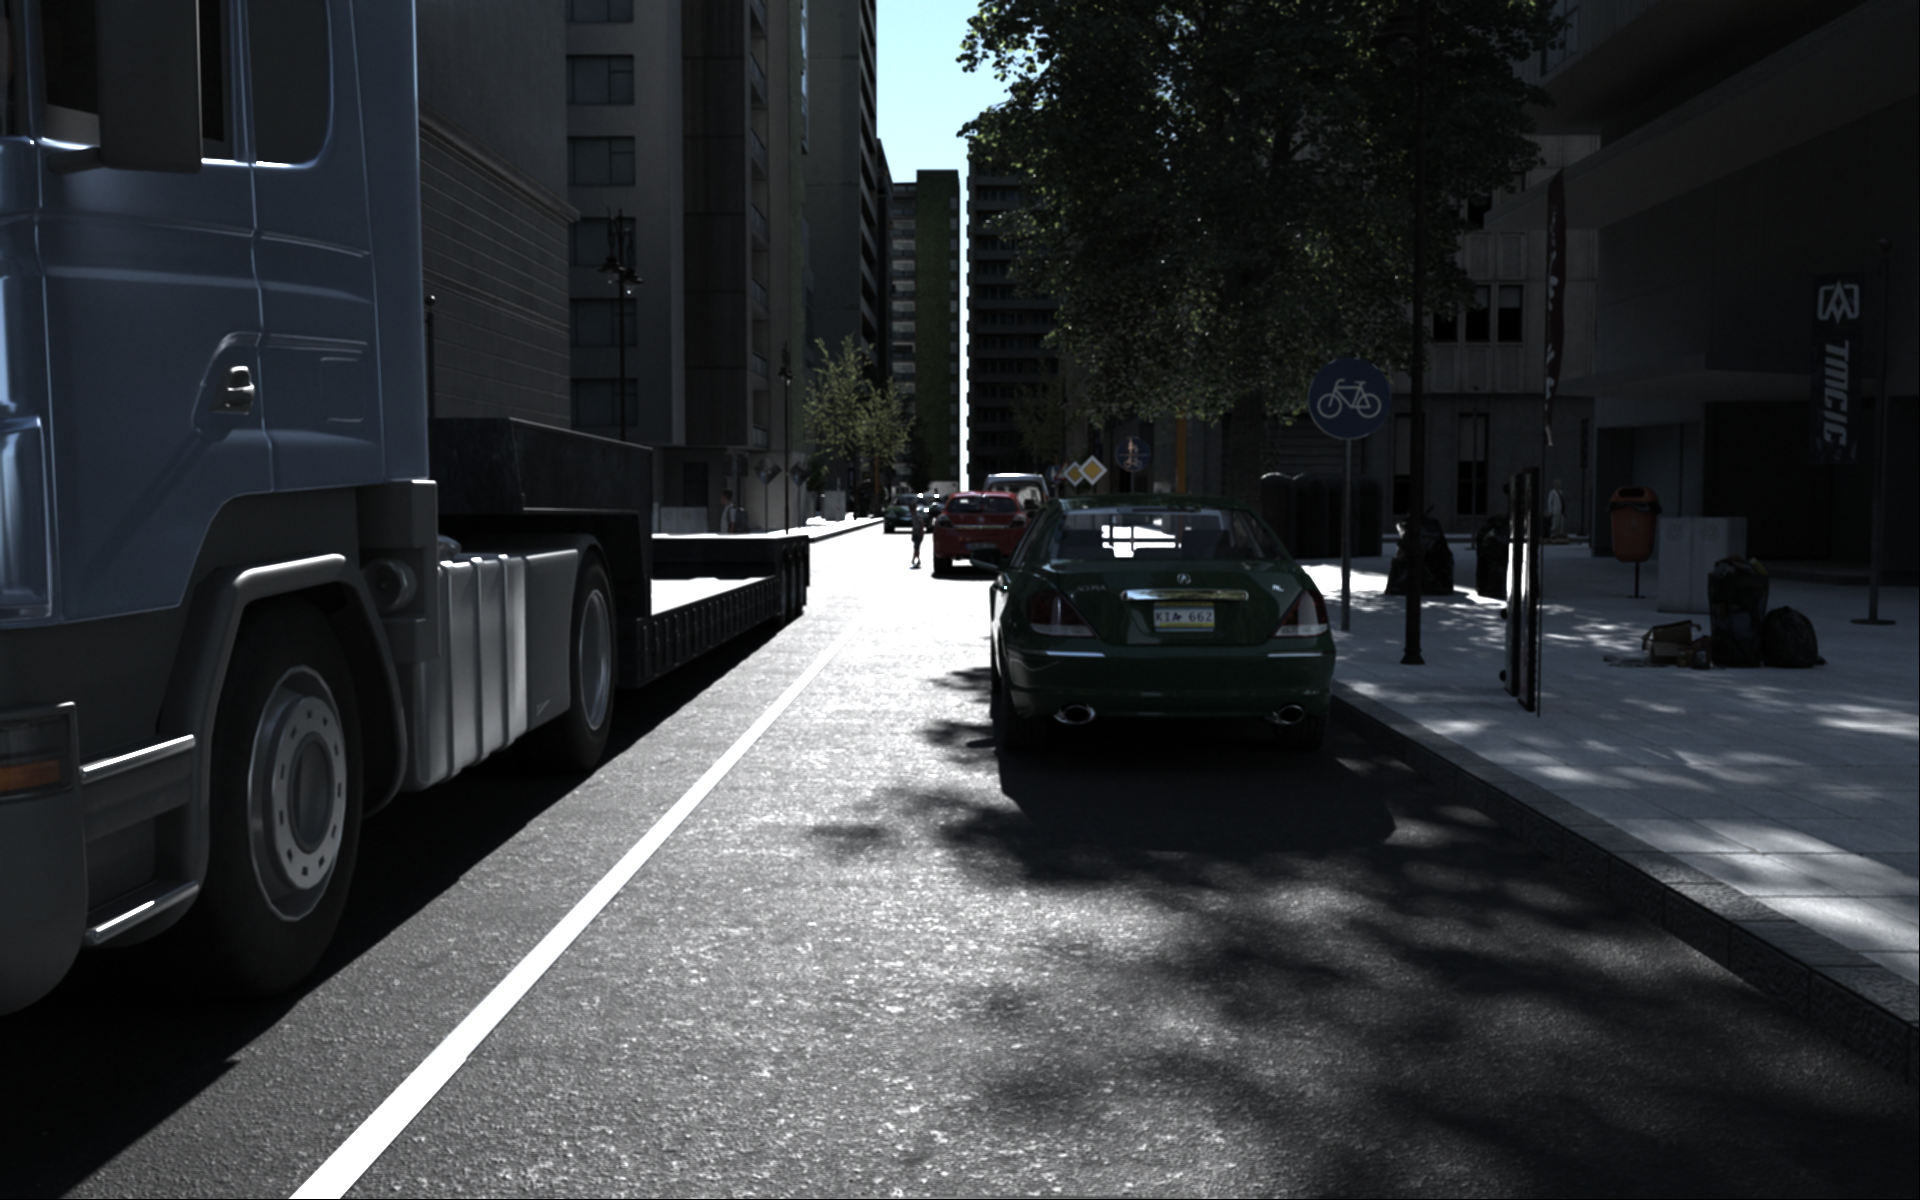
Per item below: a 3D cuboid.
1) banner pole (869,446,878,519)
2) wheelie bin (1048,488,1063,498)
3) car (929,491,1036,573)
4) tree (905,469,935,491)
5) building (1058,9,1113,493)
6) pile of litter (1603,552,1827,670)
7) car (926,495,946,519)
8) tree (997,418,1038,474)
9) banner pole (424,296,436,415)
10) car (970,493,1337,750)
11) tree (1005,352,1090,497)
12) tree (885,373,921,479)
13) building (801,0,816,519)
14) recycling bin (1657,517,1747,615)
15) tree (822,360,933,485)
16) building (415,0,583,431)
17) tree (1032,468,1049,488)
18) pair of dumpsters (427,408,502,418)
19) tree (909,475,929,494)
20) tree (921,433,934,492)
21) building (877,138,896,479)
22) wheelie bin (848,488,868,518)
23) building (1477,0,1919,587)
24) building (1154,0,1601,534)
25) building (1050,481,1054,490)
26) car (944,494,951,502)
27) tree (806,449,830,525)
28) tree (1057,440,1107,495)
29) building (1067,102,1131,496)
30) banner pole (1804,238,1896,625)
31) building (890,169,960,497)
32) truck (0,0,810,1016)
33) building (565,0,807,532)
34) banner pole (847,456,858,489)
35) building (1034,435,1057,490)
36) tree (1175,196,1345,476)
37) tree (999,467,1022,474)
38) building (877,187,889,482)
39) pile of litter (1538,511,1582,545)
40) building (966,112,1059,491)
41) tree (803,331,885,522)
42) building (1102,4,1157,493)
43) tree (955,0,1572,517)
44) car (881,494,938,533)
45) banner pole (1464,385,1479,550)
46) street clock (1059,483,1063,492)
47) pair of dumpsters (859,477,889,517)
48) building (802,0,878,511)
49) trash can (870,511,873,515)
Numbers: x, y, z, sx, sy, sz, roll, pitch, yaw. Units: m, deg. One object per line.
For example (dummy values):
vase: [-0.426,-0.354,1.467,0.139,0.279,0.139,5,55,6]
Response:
banner pole: [-4.537,-6.076,89.357,0.401,3.779,0.863,1,4,17]
wheelie bin: [5.159,-5.225,93.342,0.693,1.594,0.980,-3,4,-38]
car: [0.461,-1.458,32.876,2.155,1.783,4.494,0,4,2]
tree: [-4.579,-13.219,199.837,4.285,4.588,4.351,0,3,0]
building: [14.964,-27.942,140.444,14.154,41.232,14.086,0,4,1]
pile of litter: [5.720,0.052,13.117,1.719,0.858,1.176,1,4,10]
car: [-1.519,-4.783,90.202,2.014,1.417,4.499,0,4,2]
tree: [5.388,-13.022,163.268,4.360,8.622,3.978,0,3,0]
banner pole: [-6.825,-1.946,21.828,0.401,3.779,0.863,2,4,31]
car: [1.131,0.042,11.116,2.131,1.459,4.920,0,4,0]
tree: [4.616,-8.366,87.151,4.737,8.622,4.395,0,3,0]
tree: [-4.705,-9.503,105.741,4.360,8.622,3.978,0,3,0]
building: [-18.799,-47.837,94.814,22.319,86.520,31.000,0,4,1]
recycling bin: [8.034,-0.379,18.751,0.722,1.027,0.722,3,5,40]
tree: [-5.301,-11.353,120.036,7.601,10.594,8.767,2,4,28]
building: [-20.673,-11.763,34.132,24.055,21.916,13.314,0,4,1]
tree: [5.745,-8.221,129.021,1.663,3.219,1.824,0,3,0]
pair of dumpsters: [-5.740,-0.965,18.269,1.574,2.255,4.437,0,4,1]
tree: [-4.098,-10.942,173.504,1.663,3.219,1.824,0,3,0]
tree: [-4.530,-14.374,185.375,4.360,8.622,3.978,0,3,0]
building: [-19.045,-30.117,184.297,23.993,40.220,32.217,0,4,1]
wheelie bin: [-5.355,-5.228,93.389,0.980,1.594,0.693,-3,4,-38]
building: [23.847,-26.437,21.484,28.713,52.752,27.495,0,4,1]
building: [17.369,-14.819,60.316,19.932,24.808,12.078,0,4,1]
building: [18.865,-43.948,156.801,20.563,71.187,20.611,0,4,1]
car: [-0.923,-10.384,181.775,2.014,1.417,4.499,0,3,0]
tree: [-5.992,-4.739,72.091,1.663,3.219,1.824,0,3,0]
tree: [4.569,-4.148,62.419,1.663,3.219,1.824,0,3,0]
building: [17.253,-18.681,109.956,19.350,26.468,34.151,0,4,1]
banner pole: [8.854,-1.661,17.177,0.863,3.779,0.401,2,4,33]
building: [-6.962,-32.852,220.720,14.086,41.232,14.154,0,4,1]
truck: [-3.071,-1.355,11.910,2.967,4.110,18.799,0,3,0]
building: [-13.200,-23.068,60.764,14.154,41.232,14.086,0,4,1]
banner pole: [-6.942,-7.535,113.206,0.863,3.779,0.401,0,4,7]
building: [19.522,-53.221,182.837,22.319,86.520,31.000,0,4,1]
tree: [7.029,-5.506,40.390,4.360,8.622,3.978,0,3,0]
tree: [5.908,-13.489,204.266,4.285,4.588,4.351,0,3,0]
building: [-13.779,-23.520,156.250,14.160,30.474,14.107,0,4,1]
pile of litter: [14.932,-1.831,43.903,1.719,0.858,1.176,1,4,12]
building: [11.661,-36.666,223.183,21.600,48.544,21.300,0,4,1]
tree: [-5.551,-7.832,78.413,4.360,8.622,3.978,0,3,0]
building: [14.562,-17.578,80.916,14.314,27.812,24.014,0,4,1]
tree: [4.110,-7.246,25.134,9.857,13.997,8.962,0,3,0]
car: [-1.883,-3.279,65.418,2.131,1.459,4.920,0,4,1]
banner pole: [11.899,-3.064,40.106,0.401,3.779,0.863,1,4,12]
street clock: [6.423,-6.405,109.291,0.358,2.002,0.471,-2,4,-25]
pair of dumpsters: [-4.836,-5.759,96.651,1.574,2.255,4.437,0,4,0]
building: [-17.835,-31.426,137.514,21.300,48.544,21.600,0,4,1]
trash can: [-5.676,-5.929,108.590,0.748,1.137,0.748,0,3,0]
